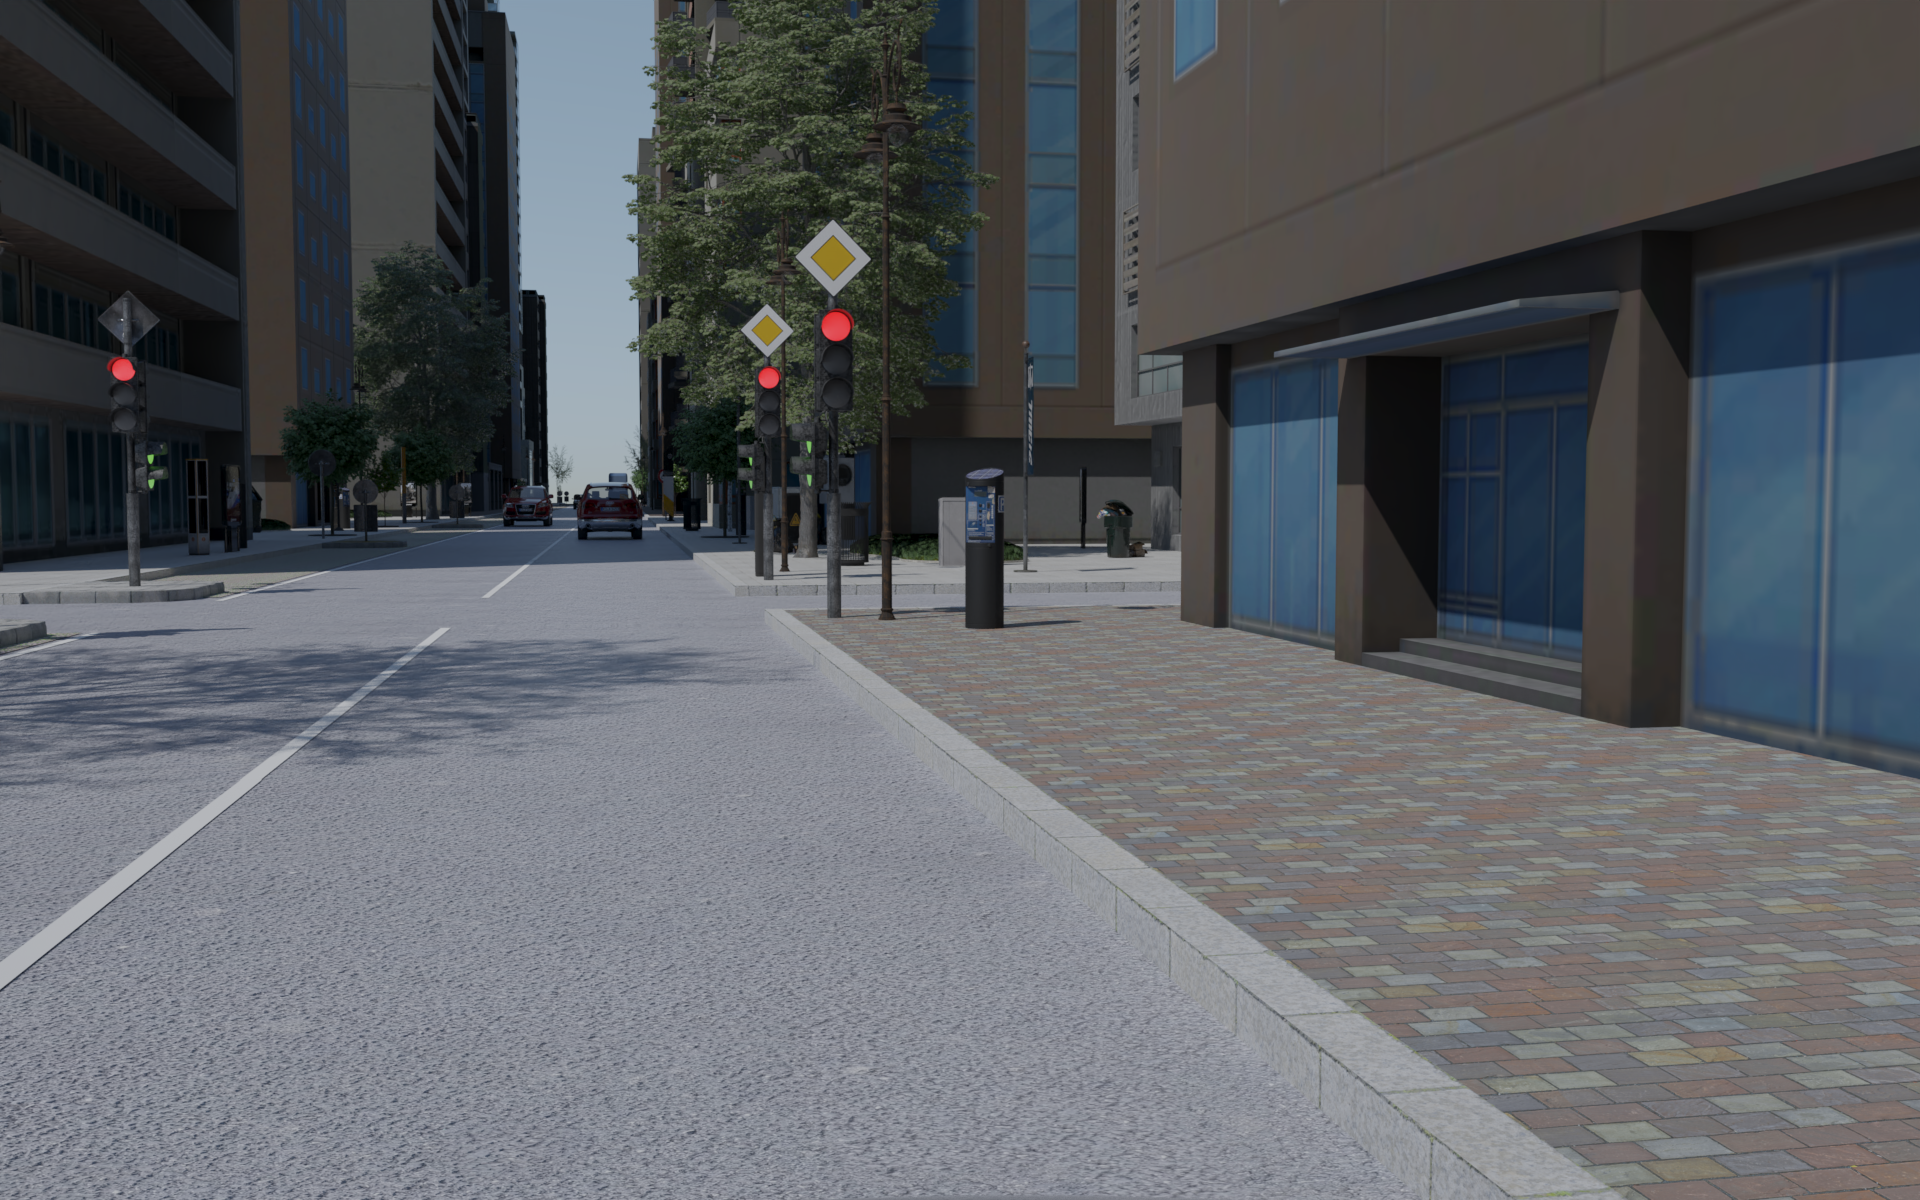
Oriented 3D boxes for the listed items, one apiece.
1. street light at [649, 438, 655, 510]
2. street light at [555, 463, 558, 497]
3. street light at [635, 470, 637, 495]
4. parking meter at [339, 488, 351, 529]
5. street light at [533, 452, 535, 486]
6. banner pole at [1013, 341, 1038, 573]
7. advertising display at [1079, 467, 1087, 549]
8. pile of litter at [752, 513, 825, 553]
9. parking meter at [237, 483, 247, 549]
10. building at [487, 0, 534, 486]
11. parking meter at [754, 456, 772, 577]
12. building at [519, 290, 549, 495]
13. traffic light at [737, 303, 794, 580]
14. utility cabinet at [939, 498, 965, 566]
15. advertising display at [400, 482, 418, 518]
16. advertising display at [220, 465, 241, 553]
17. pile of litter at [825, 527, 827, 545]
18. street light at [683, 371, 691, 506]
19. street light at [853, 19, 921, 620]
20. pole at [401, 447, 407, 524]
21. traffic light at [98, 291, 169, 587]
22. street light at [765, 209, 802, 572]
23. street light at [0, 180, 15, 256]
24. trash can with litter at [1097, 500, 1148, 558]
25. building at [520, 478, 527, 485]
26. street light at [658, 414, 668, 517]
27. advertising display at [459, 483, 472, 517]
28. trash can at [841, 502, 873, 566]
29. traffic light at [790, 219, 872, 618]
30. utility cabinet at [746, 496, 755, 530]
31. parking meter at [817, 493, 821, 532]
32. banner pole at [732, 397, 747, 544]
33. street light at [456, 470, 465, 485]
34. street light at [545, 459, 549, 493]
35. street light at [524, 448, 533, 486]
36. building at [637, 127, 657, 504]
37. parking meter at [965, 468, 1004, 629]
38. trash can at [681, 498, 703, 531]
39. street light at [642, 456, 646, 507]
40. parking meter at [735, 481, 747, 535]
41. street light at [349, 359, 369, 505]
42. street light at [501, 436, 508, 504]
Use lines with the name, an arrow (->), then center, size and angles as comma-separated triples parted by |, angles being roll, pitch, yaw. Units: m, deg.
street light -> -24.667, -10.153, 138.789 | 0.468, 5.910, 1.993 | -1, 4, -11
street light -> -58.218, -16.968, 250.208 | 0.468, 5.910, 1.993 | -1, 4, -11
street light -> -40.944, -15.162, 220.689 | 0.468, 5.910, 1.993 | -1, 4, -11
parking meter -> -22.696, -3.393, 63.887 | 0.372, 1.533, 0.369 | 0, 3, 0
street light -> -44.439, -12.705, 180.520 | 0.468, 5.910, 1.993 | -1, 4, -11
banner pole -> 1.112, -2.331, 28.130 | 0.401, 3.779, 0.863 | -1, 4, -9
advertising display -> 2.917, -2.194, 41.081 | 0.123, 1.923, 0.974 | 0, 4, 1
pile of litter -> -3.936, -1.487, 38.277 | 1.176, 0.858, 1.719 | -2, 4, -30
parking meter -> -17.035, -1.985, 40.870 | 0.372, 1.533, 0.369 | 0, 3, 0
building -> -64.880, -55.227, 215.636 | 22.319, 86.520, 31.000 | -1, 4, -11
parking meter -> -3.064, -1.301, 26.989 | 0.255, 1.863, 0.399 | -1, 4, -10
building -> -64.713, -28.662, 240.323 | 14.160, 30.474, 14.107 | -1, 4, -11
traffic light -> -2.869, -2.249, 25.689 | 0.839, 4.253, 0.868 | -1, 4, -11
utility cabinet -> 0.141, -1.219, 31.094 | 1.020, 1.237, 0.306 | -1, 4, -16
advertising display -> -29.991, -5.445, 94.246 | 0.974, 1.923, 0.123 | 1, 4, 13
advertising display -> -16.122, -2.025, 38.317 | 0.123, 1.923, 0.974 | 0, 4, -5
pile of litter -> -3.853, -1.820, 43.721 | 1.719, 0.858, 1.176 | -1, 4, -15
street light -> -10.002, -5.576, 63.959 | 0.468, 5.910, 1.993 | -1, 4, -11
street light -> -0.745, -2.735, 17.506 | 0.468, 5.910, 1.993 | -1, 4, -11
pole -> -24.209, -4.987, 75.382 | 0.158, 3.312, 0.155 | 0, 3, 0
traffic light -> -11.462, -2.145, 23.984 | 0.839, 4.253, 0.868 | -1, 4, -11
street light -> -2.897, -3.405, 28.457 | 0.468, 5.910, 1.993 | -1, 4, -11
street light -> -13.542, -3.132, 23.996 | 0.468, 5.910, 1.993 | -1, 4, -11
trash can with litter -> 3.306, -1.447, 35.043 | 0.624, 1.170, 1.055 | 3, 5, 41
building -> -64.421, -30.415, 189.167 | 32.217, 40.220, 23.993 | -1, 4, -11
street light -> -17.876, -8.035, 104.160 | 0.468, 5.910, 1.993 | -1, 4, -11
advertising display -> -27.797, -5.636, 97.361 | 0.123, 1.923, 0.974 | 2, 4, 23
trash can -> -1.937, -1.183, 31.003 | 0.748, 1.137, 0.748 | 0, 3, 0
traffic light -> -1.323, -1.770, 17.855 | 0.839, 4.253, 0.868 | -1, 4, -11
utility cabinet -> -7.562, -3.142, 62.532 | 0.306, 1.237, 1.020 | -1, 4, -23
parking meter -> -4.020, -2.413, 47.861 | 0.372, 1.533, 0.369 | 0, 3, 0
banner pole -> -5.750, -3.360, 44.955 | 0.401, 3.779, 0.863 | -1, 4, -12
street light -> -28.354, -7.716, 98.940 | 0.468, 5.910, 1.993 | -1, 4, -11
street light -> -51.251, -14.823, 215.140 | 0.468, 5.910, 1.993 | -1, 4, -11
street light -> -42.134, -11.983, 168.712 | 0.468, 5.910, 1.993 | -1, 4, -11
building -> -31.100, -36.870, 226.531 | 21.300, 48.544, 21.600 | -1, 4, -11
parking meter -> 0.236, -0.499, 16.576 | 0.372, 1.533, 0.369 | 0, 3, 0
trash can -> -9.316, -2.969, 60.188 | 0.748, 1.137, 0.748 | 0, 3, 0
street light -> -31.631, -12.273, 173.457 | 0.468, 5.910, 1.993 | -1, 4, -11
parking meter -> -6.794, -2.936, 53.712 | 0.255, 1.863, 0.399 | -2, 4, -24
street light -> -20.539, -5.294, 59.345 | 0.468, 5.910, 1.993 | -1, 4, -11
street light -> -35.277, -9.866, 134.101 | 0.468, 5.910, 1.993 | -1, 4, -11
